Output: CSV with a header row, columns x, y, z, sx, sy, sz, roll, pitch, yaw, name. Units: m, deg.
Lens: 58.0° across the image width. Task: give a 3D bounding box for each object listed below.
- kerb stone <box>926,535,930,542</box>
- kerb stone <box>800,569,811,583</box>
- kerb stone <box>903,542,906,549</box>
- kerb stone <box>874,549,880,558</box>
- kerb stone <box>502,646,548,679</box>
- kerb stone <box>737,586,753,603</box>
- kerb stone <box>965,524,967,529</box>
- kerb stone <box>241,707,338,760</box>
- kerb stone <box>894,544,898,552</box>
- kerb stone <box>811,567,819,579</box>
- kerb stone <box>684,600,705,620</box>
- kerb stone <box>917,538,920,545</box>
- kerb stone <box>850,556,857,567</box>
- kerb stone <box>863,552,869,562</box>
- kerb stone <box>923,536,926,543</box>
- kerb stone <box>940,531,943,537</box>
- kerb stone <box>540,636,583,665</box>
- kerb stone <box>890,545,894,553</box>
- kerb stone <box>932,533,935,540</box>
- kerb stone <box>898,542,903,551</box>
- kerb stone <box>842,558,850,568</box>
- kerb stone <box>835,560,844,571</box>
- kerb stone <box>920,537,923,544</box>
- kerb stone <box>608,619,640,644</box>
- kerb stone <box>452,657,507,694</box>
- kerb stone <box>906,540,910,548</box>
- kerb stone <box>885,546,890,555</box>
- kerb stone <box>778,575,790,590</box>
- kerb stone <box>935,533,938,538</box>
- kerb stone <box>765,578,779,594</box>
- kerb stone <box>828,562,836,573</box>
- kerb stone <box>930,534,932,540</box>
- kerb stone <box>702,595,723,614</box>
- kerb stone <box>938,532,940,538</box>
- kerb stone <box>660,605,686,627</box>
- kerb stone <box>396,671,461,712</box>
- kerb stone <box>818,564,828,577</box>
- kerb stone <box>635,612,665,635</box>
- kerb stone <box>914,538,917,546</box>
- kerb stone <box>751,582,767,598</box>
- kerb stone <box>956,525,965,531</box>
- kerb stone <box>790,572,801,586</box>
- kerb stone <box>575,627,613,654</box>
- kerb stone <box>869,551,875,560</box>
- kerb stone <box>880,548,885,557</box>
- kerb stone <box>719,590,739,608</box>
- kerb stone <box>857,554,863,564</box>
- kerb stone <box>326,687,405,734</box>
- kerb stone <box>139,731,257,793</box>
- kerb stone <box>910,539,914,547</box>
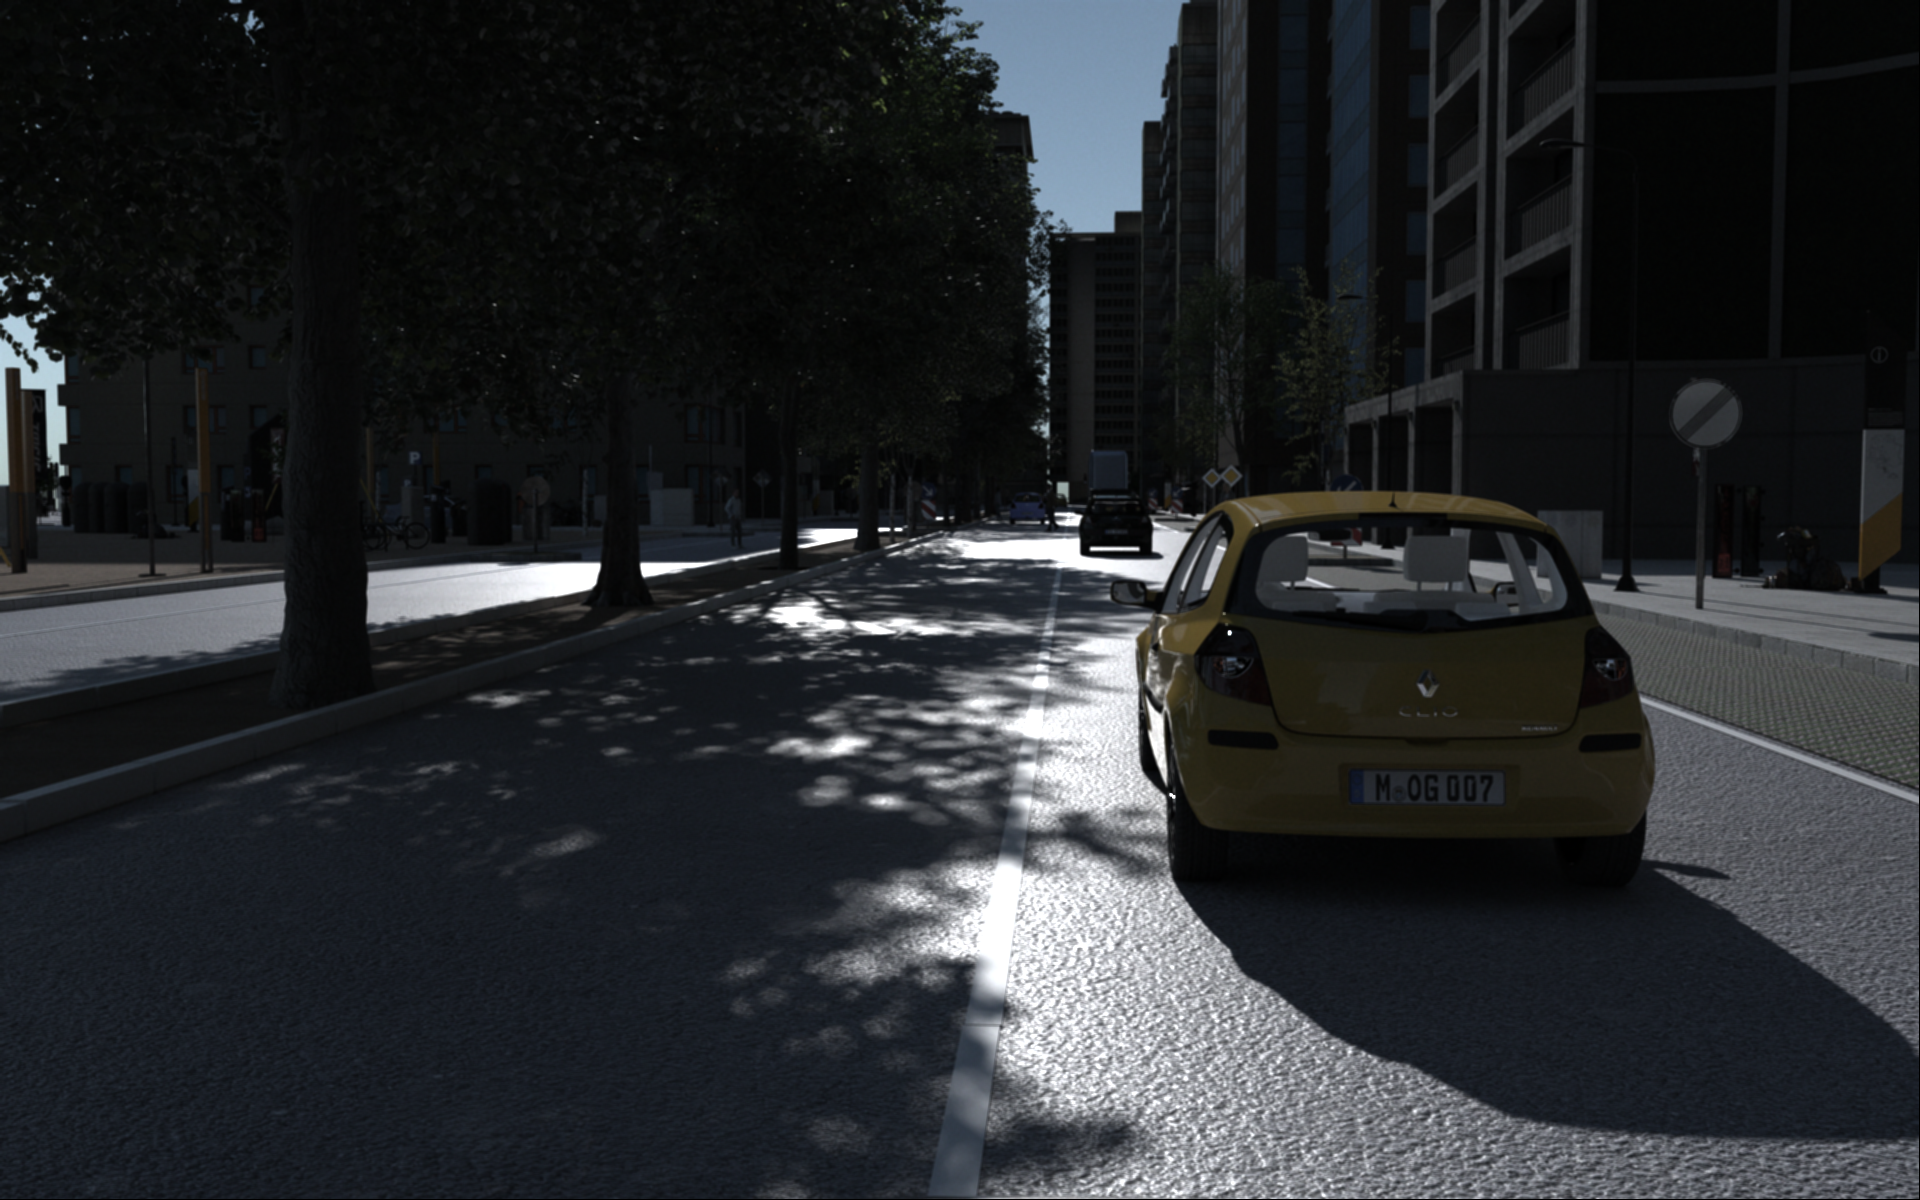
x,y,z,sx,sy,sz,roll,pitch,yaw,name
-1.088,-1.809,51.778,0.120,0.150,1.000,0,4,4,kerb stone
-2.611,-0.370,28.240,0.120,0.150,1.000,0,4,4,kerb stone
-1.553,-1.366,44.603,0.120,0.150,1.000,0,4,4,kerb stone
-1.954,-0.996,38.474,0.120,0.150,1.000,0,4,4,kerb stone
-3.541,0.507,13.913,0.120,0.150,1.000,0,4,4,kerb stone
-2.951,-0.057,23.122,0.120,0.150,1.000,0,4,4,kerb stone
0.076,-2.901,69.676,0.120,0.150,1.000,0,4,4,kerb stone
-3.812,0.757,9.821,0.120,0.150,1.000,0,4,4,kerb stone
-1.684,-1.246,42.563,0.120,0.150,1.000,0,4,4,kerb stone
-2.550,-0.432,29.260,0.120,0.150,1.000,0,4,4,kerb stone
-3.151,0.131,20.053,0.120,0.150,1.000,0,4,4,kerb stone
-1.293,-1.620,48.690,0.120,0.150,1.000,0,4,4,kerb stone
-2.218,-0.744,34.375,0.120,0.150,1.000,0,4,4,kerb stone
-2.085,-0.866,36.426,0.120,0.150,1.000,0,4,4,kerb stone
-1.161,-1.746,50.745,0.120,0.150,1.000,0,4,4,kerb stone
-0.747,-2.121,56.877,0.120,0.150,1.000,0,4,4,kerb stone
-3.476,0.444,14.933,0.120,0.150,1.000,0,4,4,kerb stone
-1.759,-1.178,41.543,0.120,0.150,1.000,0,4,4,kerb stone
-0.954,-1.931,53.817,0.120,0.150,1.000,0,4,4,kerb stone
-1.613,-1.308,43.583,0.120,0.150,1.000,0,4,4,kerb stone
-2.288,-0.682,33.349,0.120,0.150,1.000,0,4,4,kerb stone
-2.346,-0.620,32.328,0.120,0.150,1.000,0,4,4,kerb stone
-1.226,-1.681,49.716,0.120,0.150,1.000,0,4,4,kerb stone
-3.346,0.322,16.980,0.120,0.150,1.000,0,4,4,kerb stone
-3.611,0.569,12.893,0.120,0.150,1.000,0,4,4,kerb stone
-1.496,-1.433,45.624,0.120,0.150,1.000,0,4,4,kerb stone
-1.815,-1.121,40.519,0.120,0.150,1.000,0,4,4,kerb stone
-2.752,-0.245,26.195,0.120,0.150,1.000,0,4,4,kerb stone
-0.887,-1.993,54.837,0.120,0.150,1.000,0,4,4,kerb stone
-2.811,-0.182,25.175,0.120,0.150,1.000,0,4,4,kerb stone
-2.411,-0.557,31.304,0.120,0.150,1.000,0,4,4,kerb stone
-1.022,-1.871,52.798,0.120,0.150,1.000,0,4,4,kerb stone
-3.079,0.069,21.072,0.120,0.150,1.000,0,4,4,kerb stone
-0.828,-2.059,55.858,0.120,0.150,1.000,0,4,4,kerb stone
-3.210,0.193,19.033,0.120,0.150,1.000,0,4,4,kerb stone
-3.677,0.632,11.869,0.120,0.150,1.000,0,4,4,kerb stone
-2.489,-0.494,30.280,0.120,0.150,1.000,0,4,4,kerb stone
-3.277,0.256,18.013,0.120,0.150,1.000,0,4,4,kerb stone
-1.358,-1.558,47.663,0.120,0.150,1.000,0,4,4,kerb stone
-2.880,-0.120,24.152,0.120,0.150,1.000,0,4,4,kerb stone
0.017,-2.838,68.655,0.120,0.150,1.000,0,4,4,kerb stone
-2.674,-0.307,27.220,0.120,0.150,1.000,0,4,4,kerb stone
-3.411,0.382,15.953,0.120,0.150,1.000,0,4,4,kerb stone
-2.013,-0.931,37.447,0.120,0.150,1.000,0,4,4,kerb stone
-1.891,-1.055,39.496,0.120,0.150,1.000,0,4,4,kerb stone
-3.015,0.006,22.102,0.120,0.150,1.000,0,4,4,kerb stone
-2.148,-0.800,35.401,0.120,0.150,1.000,0,4,4,kerb stone
-3.745,0.694,10.841,0.120,0.150,1.000,0,4,4,kerb stone
-3.881,0.819,8.798,0.120,0.150,1.000,0,4,4,kerb stone
-1.424,-1.493,46.643,0.120,0.150,1.000,0,4,4,kerb stone
